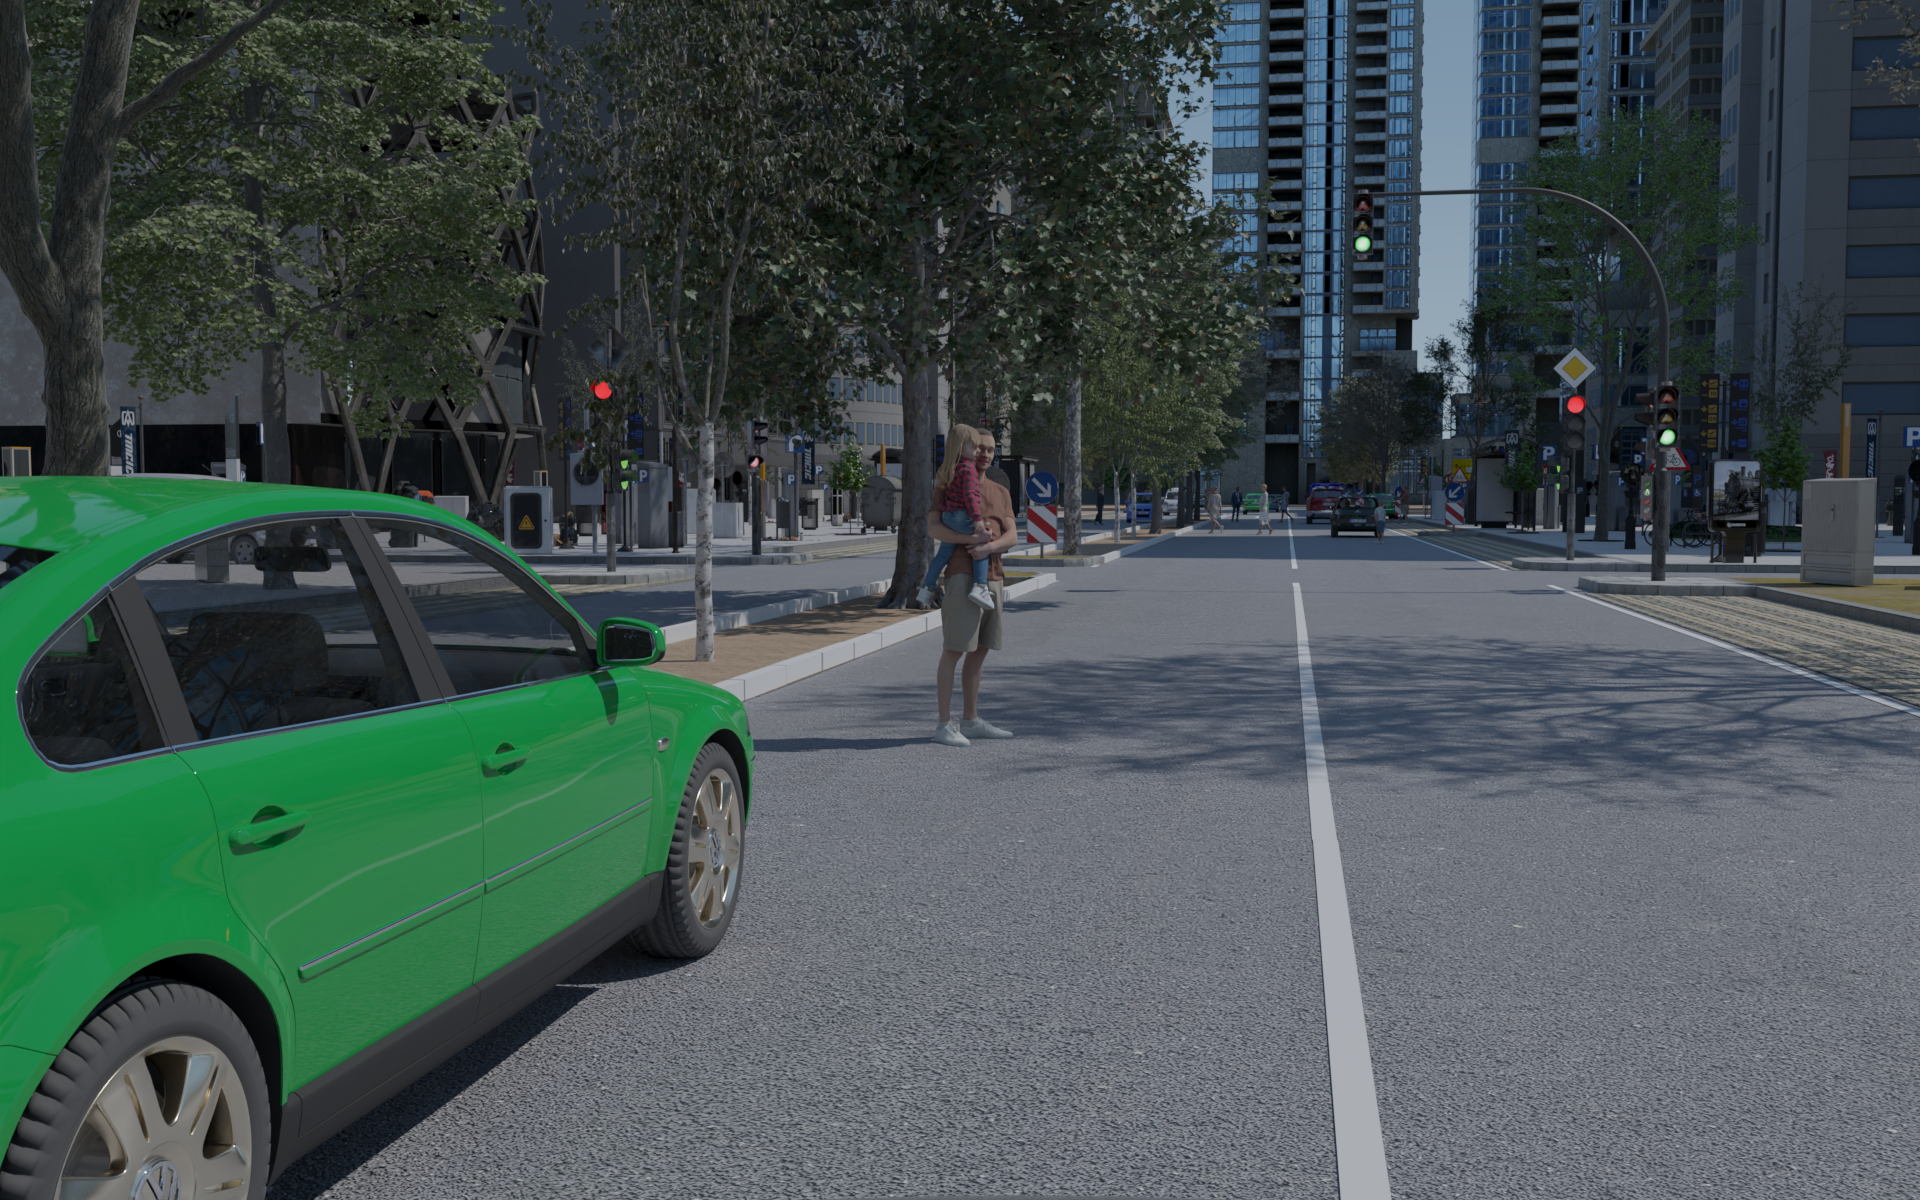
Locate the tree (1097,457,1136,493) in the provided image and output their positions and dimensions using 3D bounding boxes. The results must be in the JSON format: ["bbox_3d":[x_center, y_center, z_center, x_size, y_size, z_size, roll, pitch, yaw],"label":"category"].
[{"bbox_3d":[13.494,-10.050,148.028,4.285,4.588,4.351,0,3,0],"label":"tree"}]

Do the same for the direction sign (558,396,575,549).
[{"bbox_3d":[-9.224,-2.967,40.507,0.379,3.537,0.876,-2,4,-31],"label":"direction sign"}]

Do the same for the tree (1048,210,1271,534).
[{"bbox_3d":[6.982,-8.650,62.015,7.486,12.596,7.792,0,3,0],"label":"tree"}]

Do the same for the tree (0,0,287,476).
[{"bbox_3d":[-3.716,-4.815,6.940,9.928,11.665,9.643,0,3,0],"label":"tree"}]

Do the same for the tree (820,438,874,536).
[{"bbox_3d":[-3.322,-3.631,53.963,1.663,3.219,1.824,0,3,0],"label":"tree"}]

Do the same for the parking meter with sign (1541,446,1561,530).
[{"bbox_3d":[21.629,-4.101,63.305,0.543,3.016,1.738,2,4,27],"label":"parking meter with sign"}]

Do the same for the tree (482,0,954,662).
[{"bbox_3d":[-2.149,-3.788,14.751,4.360,8.622,3.978,0,3,0],"label":"tree"}]

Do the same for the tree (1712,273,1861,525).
[{"bbox_3d":[27.631,-6.564,57.680,4.360,8.622,3.978,0,3,0],"label":"tree"}]

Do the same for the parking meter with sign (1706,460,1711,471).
[{"bbox_3d":[37.652,-5.675,89.042,0.543,3.016,1.738,-3,5,-42],"label":"parking meter with sign"}]

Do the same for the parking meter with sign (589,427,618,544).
[{"bbox_3d":[-8.690,-2.962,44.691,1.738,3.016,0.543,1,4,19],"label":"parking meter with sign"}]

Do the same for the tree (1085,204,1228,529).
[{"bbox_3d":[9.176,-9.709,71.576,12.009,13.543,11.850,0,3,0],"label":"tree"}]

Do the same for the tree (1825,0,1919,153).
[{"bbox_3d":[10.382,-6.268,12.860,12.009,13.543,11.850,0,3,0],"label":"tree"}]

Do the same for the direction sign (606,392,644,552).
[{"bbox_3d":[-7.463,-2.843,38.481,0.876,3.537,0.379,-1,4,-13],"label":"direction sign"}]

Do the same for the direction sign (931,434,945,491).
[{"bbox_3d":[-0.998,-4.521,65.917,0.876,3.537,0.379,1,4,19],"label":"direction sign"}]

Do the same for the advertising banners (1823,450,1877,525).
[{"bbox_3d":[35.258,-4.432,68.644,2.074,3.025,0.090,1,4,11],"label":"advertising banners"}]

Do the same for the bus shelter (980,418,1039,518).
[{"bbox_3d":[2.599,-7.136,94.302,2.179,5.291,8.768,1,4,11],"label":"bus shelter"}]

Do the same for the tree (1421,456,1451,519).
[{"bbox_3d":[24.371,-5.744,88.513,1.663,3.219,1.824,0,3,0],"label":"tree"}]

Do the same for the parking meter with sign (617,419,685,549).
[{"bbox_3d":[-7.218,-2.726,40.831,0.543,3.016,1.738,2,4,30],"label":"parking meter with sign"}]

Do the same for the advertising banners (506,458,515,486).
[{"bbox_3d":[-19.081,-4.592,71.272,2.074,3.025,0.090,2,4,28],"label":"advertising banners"}]

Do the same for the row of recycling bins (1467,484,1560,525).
[{"bbox_3d":[23.238,-4.028,72.974,3.534,1.692,1.069,1,4,11],"label":"row of recycling bins"}]

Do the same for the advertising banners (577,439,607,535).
[{"bbox_3d":[-11.087,-3.579,54.708,2.074,3.025,0.090,1,4,8],"label":"advertising banners"}]

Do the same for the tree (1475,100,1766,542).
[{"bbox_3d":[17.385,-7.374,46.317,9.928,11.665,9.643,0,3,0],"label":"tree"}]

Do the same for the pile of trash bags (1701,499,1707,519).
[{"bbox_3d":[35.451,-4.326,80.483,3.447,1.369,1.912,-3,5,-42],"label":"pile of trash bags"}]

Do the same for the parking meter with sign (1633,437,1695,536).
[{"bbox_3d":[21.491,-3.446,52.597,0.543,3.016,1.738,-2,4,-33],"label":"parking meter with sign"}]

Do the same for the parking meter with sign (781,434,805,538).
[{"bbox_3d":[-4.985,-3.347,50.976,0.543,3.016,1.738,-1,4,-15],"label":"parking meter with sign"}]

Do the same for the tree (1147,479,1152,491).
[{"bbox_3d":[20.918,-11.717,186.168,1.663,3.219,1.824,0,3,0],"label":"tree"}]

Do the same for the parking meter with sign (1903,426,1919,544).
[{"bbox_3d":[24.918,-2.985,45.070,0.543,3.016,1.738,2,4,35],"label":"parking meter with sign"}]

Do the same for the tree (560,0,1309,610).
[{"bbox_3d":[-0.534,-6.242,21.520,9.611,12.733,9.660,0,3,0],"label":"tree"}]

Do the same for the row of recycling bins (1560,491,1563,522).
[{"bbox_3d":[27.665,-4.481,80.383,1.069,1.692,3.534,0,4,-7],"label":"row of recycling bins"}]

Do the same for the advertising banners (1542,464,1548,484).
[{"bbox_3d":[35.209,-6.507,102.579,2.074,3.025,0.090,-2,4,-26],"label":"advertising banners"}]

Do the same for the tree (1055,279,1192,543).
[{"bbox_3d":[5.670,-6.315,56.073,4.737,8.622,4.395,0,3,0],"label":"tree"}]

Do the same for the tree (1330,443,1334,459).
[{"bbox_3d":[40.197,-14.317,168.493,8.767,10.594,7.601,1,4,17],"label":"tree"}]

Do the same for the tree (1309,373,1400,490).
[{"bbox_3d":[41.206,-16.614,178.286,9.857,13.997,8.962,0,3,0],"label":"tree"}]

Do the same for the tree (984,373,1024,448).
[{"bbox_3d":[1.414,-8.206,84.537,4.360,8.622,3.978,0,3,0],"label":"tree"}]

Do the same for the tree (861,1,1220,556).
[{"bbox_3d":[1.518,-11.102,39.856,12.611,20.169,13.585,0,3,0],"label":"tree"}]

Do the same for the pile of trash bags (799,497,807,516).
[{"bbox_3d":[-10.422,-5.630,101.797,3.447,1.369,1.912,0,4,-1],"label":"pile of trash bags"}]

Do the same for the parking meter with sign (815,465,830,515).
[{"bbox_3d":[-8.251,-6.634,104.720,0.543,3.016,1.738,-2,4,-25],"label":"parking meter with sign"}]

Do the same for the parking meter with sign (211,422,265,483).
[{"bbox_3d":[-17.741,-2.799,42.030,1.738,3.016,0.543,0,4,-2],"label":"parking meter with sign"}]

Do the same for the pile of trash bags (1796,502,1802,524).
[{"bbox_3d":[35.468,-3.898,73.492,1.912,1.369,3.447,3,5,44],"label":"pile of trash bags"}]

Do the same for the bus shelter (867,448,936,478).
[{"bbox_3d":[-2.581,-5.191,78.789,2.014,3.302,5.546,1,4,11],"label":"bus shelter"}]

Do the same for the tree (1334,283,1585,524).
[{"bbox_3d":[22.114,-8.549,74.192,8.767,10.594,7.601,-2,4,-33],"label":"tree"}]

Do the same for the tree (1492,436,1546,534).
[{"bbox_3d":[18.415,-3.773,56.289,1.663,3.219,1.824,0,3,0],"label":"tree"}]

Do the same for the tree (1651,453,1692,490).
[{"bbox_3d":[29.811,-4.768,72.551,1.663,3.219,1.824,0,3,0],"label":"tree"}]

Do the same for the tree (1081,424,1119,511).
[{"bbox_3d":[10.586,-11.044,130.926,4.360,8.622,3.978,0,3,0],"label":"tree"}]

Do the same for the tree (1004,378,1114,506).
[{"bbox_3d":[6.018,-10.303,102.866,7.601,10.594,8.767,1,4,13],"label":"tree"}]

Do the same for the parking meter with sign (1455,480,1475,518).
[{"bbox_3d":[27.035,-5.868,92.196,1.738,3.016,0.543,-3,4,-37],"label":"parking meter with sign"}]

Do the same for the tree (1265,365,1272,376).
[{"bbox_3d":[12.720,-10.014,91.933,9.928,11.665,9.643,0,3,0],"label":"tree"}]

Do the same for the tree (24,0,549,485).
[{"bbox_3d":[-9.655,-6.419,23.081,7.486,12.596,7.792,0,3,0],"label":"tree"}]

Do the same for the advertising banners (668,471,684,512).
[{"bbox_3d":[-19.657,-7.318,115.835,2.074,3.025,0.090,-1,4,-16],"label":"advertising banners"}]

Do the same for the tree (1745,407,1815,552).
[{"bbox_3d":[18.443,-2.693,38.627,1.663,3.219,1.824,0,3,0],"label":"tree"}]

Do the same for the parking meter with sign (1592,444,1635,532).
[{"bbox_3d":[22.617,-3.890,59.858,0.543,3.016,1.738,-1,4,-17],"label":"parking meter with sign"}]

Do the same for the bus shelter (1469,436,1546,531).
[{"bbox_3d":[19.736,-4.209,62.739,2.014,3.302,5.546,1,4,11],"label":"bus shelter"}]

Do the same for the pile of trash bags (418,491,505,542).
[{"bbox_3d":[-13.093,-2.273,46.921,3.447,1.369,1.912,-2,4,-25],"label":"pile of trash bags"}]

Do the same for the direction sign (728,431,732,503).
[{"bbox_3d":[-8.050,-4.206,60.757,0.379,3.537,0.876,0,4,0],"label":"direction sign"}]
